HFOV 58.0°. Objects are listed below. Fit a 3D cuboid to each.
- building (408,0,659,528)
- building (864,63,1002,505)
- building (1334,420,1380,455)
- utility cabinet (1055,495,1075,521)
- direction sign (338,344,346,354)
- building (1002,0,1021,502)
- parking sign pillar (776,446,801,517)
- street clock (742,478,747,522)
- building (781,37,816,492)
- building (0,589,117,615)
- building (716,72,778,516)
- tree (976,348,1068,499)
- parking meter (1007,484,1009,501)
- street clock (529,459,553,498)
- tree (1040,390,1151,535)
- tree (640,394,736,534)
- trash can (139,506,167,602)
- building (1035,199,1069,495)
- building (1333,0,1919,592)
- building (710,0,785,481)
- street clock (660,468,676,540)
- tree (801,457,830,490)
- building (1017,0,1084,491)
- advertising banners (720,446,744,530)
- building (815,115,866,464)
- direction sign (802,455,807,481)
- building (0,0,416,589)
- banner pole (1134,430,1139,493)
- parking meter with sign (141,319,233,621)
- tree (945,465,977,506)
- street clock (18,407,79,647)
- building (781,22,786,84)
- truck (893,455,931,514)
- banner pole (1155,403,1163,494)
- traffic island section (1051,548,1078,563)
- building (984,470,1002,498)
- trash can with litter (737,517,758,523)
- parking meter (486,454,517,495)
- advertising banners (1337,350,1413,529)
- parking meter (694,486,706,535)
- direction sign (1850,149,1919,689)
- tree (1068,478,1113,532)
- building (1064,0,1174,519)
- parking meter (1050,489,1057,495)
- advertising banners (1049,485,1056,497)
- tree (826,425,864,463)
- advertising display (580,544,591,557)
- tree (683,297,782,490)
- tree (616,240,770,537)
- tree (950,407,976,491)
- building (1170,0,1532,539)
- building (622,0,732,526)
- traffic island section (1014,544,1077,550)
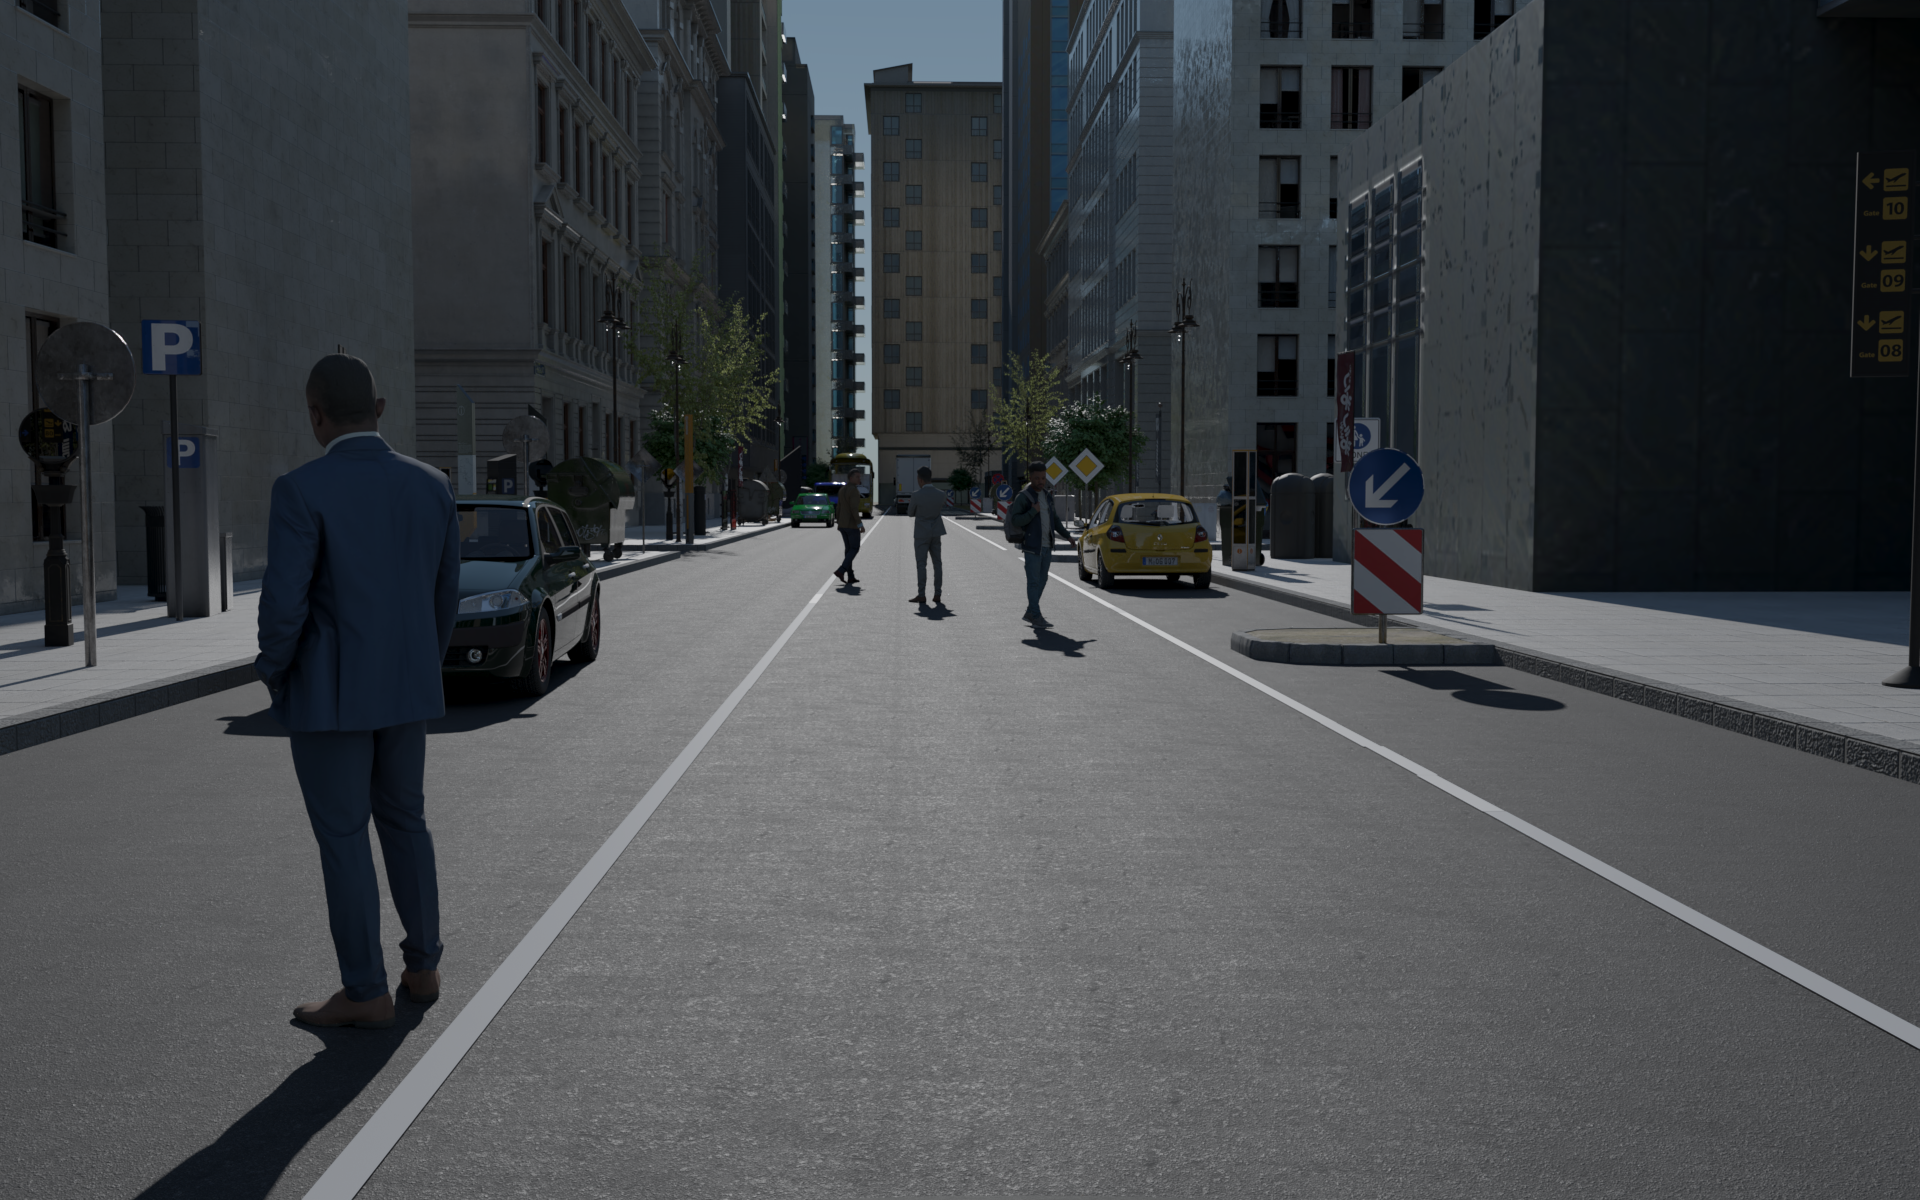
[{"bbox_3d":[-17.283,-13.554,57.763,11.583,22.565,21.152,0,4,-2],"label":"building"},{"bbox_3d":[1.857,-38.652,221.197,27.495,52.752,28.713,0,4,-2],"label":"building"},{"bbox_3d":[47.722,-34.264,183.924,21.600,48.544,21.300,0,4,-2],"label":"building"},{"bbox_3d":[4.926,-4.345,82.207,1.020,1.237,0.306,-1,4,-21],"label":"utility cabinet"},{"bbox_3d":[-9.481,-2.121,26.684,0.379,3.537,0.876,-1,4,-13],"label":"direction sign"},{"bbox_3d":[14.303,-37.621,157.107,21.231,58.520,28.212,0,4,-2],"label":"building"},{"bbox_3d":[-9.563,-6.627,96.818,1.447,3.967,1.447,-2,4,-34],"label":"parking sign pillar"},{"bbox_3d":[-9.771,-4.535,78.723,0.358,2.002,0.471,-1,4,-9],"label":"street clock"},{"bbox_3d":[-26.187,-34.120,181.561,21.600,48.544,21.300,0,4,-2],"label":"building"},{"bbox_3d":[-15.096,-9.605,11.786,10.420,20.320,16.860,0,4,-2],"label":"building"},{"bbox_3d":[-18.974,-19.034,104.717,14.314,27.812,24.014,0,4,-2],"label":"building"},{"bbox_3d":[3.389,-8.336,86.649,4.360,8.622,3.978,0,3,0],"label":"tree"},{"bbox_3d":[2.696,-5.899,102.167,0.255,1.863,0.399,-2,4,-28],"label":"parking meter"},{"bbox_3d":[-8.600,-1.898,35.598,0.358,2.002,0.471,3,5,41],"label":"street clock"},{"bbox_3d":[4.312,-4.343,54.724,4.285,4.588,4.351,0,3,0],"label":"tree"},{"bbox_3d":[-8.875,-4.441,56.329,4.285,4.588,4.351,0,3,0],"label":"tree"},{"bbox_3d":[-9.447,-0.561,20.821,0.748,1.137,0.748,0,3,0],"label":"trash can"},{"bbox_3d":[11.375,-16.761,110.192,11.583,22.565,21.152,0,4,-2],"label":"building"},{"bbox_3d":[18.796,-42.978,15.361,22.319,86.520,31.000,0,4,-2],"label":"building"},{"bbox_3d":[-20.388,-27.088,126.490,14.154,41.232,14.086,0,4,-2],"label":"building"},{"bbox_3d":[-8.108,-2.674,48.296,0.471,2.002,0.358,-1,4,-14],"label":"street clock"},{"bbox_3d":[-12.243,-10.260,151.465,4.285,4.588,4.351,0,3,0],"label":"tree"},{"bbox_3d":[11.883,-29.733,136.249,14.600,45.320,14.200,0,4,-2],"label":"building"},{"bbox_3d":[-8.158,-4.035,62.165,0.090,3.025,2.074,1,4,17],"label":"advertising banners"},{"bbox_3d":[-27.143,-36.540,217.043,30.456,49.044,23.786,0,4,-2],"label":"building"},{"bbox_3d":[-9.222,-6.619,100.214,0.876,3.537,0.379,2,4,34],"label":"direction sign"},{"bbox_3d":[-19.098,-10.637,28.664,16.860,20.320,10.420,0,4,-2],"label":"building"},{"bbox_3d":[6.900,-4.746,67.612,0.401,3.779,0.863,1,4,19],"label":"banner pole"},{"bbox_3d":[-8.073,-1.345,18.245,0.543,3.016,1.738,-1,4,-12],"label":"parking meter with sign"},{"bbox_3d":[0.058,-12.427,186.902,4.285,4.588,4.351,0,3,0],"label":"tree"},{"bbox_3d":[-7.611,-0.612,14.576,0.471,2.002,0.358,-1,4,-15],"label":"street clock"},{"bbox_3d":[-26.513,-32.380,149.020,23.786,49.044,30.456,0,4,-2],"label":"building"},{"bbox_3d":[-3.512,-8.532,128.409,2.839,4.237,11.283,0,4,-2],"label":"truck"},{"bbox_3d":[5.436,-3.515,47.489,0.401,3.779,0.863,1,4,18],"label":"banner pole"},{"bbox_3d":[2.757,-0.938,37.610,2.009,0.180,2.903,0,4,-2],"label":"traffic island section"},{"bbox_3d":[13.298,-45.470,181.689,20.563,71.187,20.611,0,4,-2],"label":"building"},{"bbox_3d":[-9.487,-4.020,77.119,1.055,1.170,0.624,1,4,9],"label":"trash can with litter"},{"bbox_3d":[-6.692,-1.199,25.317,0.255,1.863,0.399,3,4,36],"label":"parking meter"},{"bbox_3d":[4.899,-1.494,20.620,0.090,3.025,2.074,-1,4,-11],"label":"advertising banners"},{"bbox_3d":[-8.084,-2.777,53.812,0.372,1.533,0.369,0,3,0],"label":"parking meter"},{"bbox_3d":[6.364,-1.190,11.453,0.876,3.537,0.379,1,4,16],"label":"direction sign"},{"bbox_3d":[4.502,-3.896,58.299,1.663,3.219,1.824,0,3,0],"label":"tree"},{"bbox_3d":[12.078,-18.780,84.553,11.434,29.767,29.804,0,4,-2],"label":"building"},{"bbox_3d":[4.580,-4.668,84.727,0.372,1.533,0.369,0,3,0],"label":"parking meter"},{"bbox_3d":[3.661,-4.519,70.066,0.090,3.025,2.074,1,4,17],"label":"advertising banners"},{"bbox_3d":[-12.179,-14.236,183.125,4.360,8.622,3.978,0,3,0],"label":"tree"},{"bbox_3d":[-7.714,-1.850,35.458,0.123,1.923,0.974,-2,4,-26],"label":"advertising display"},{"bbox_3d":[-8.862,-7.046,65.558,4.360,8.622,3.978,0,3,0],"label":"tree"},{"bbox_3d":[-8.051,-6.154,50.985,4.737,8.622,4.395,0,3,0],"label":"tree"},{"bbox_3d":[1.367,-11.720,141.980,4.360,8.622,3.978,0,3,0],"label":"tree"},{"bbox_3d":[15.797,-12.181,53.917,16.860,20.320,10.420,0,4,-2],"label":"building"},{"bbox_3d":[-18.535,-17.906,80.153,14.401,28.519,23.554,0,4,-2],"label":"building"},{"bbox_3d":[2.485,-1.426,45.591,2.009,0.180,2.903,0,4,-2],"label":"traffic island section"}]
